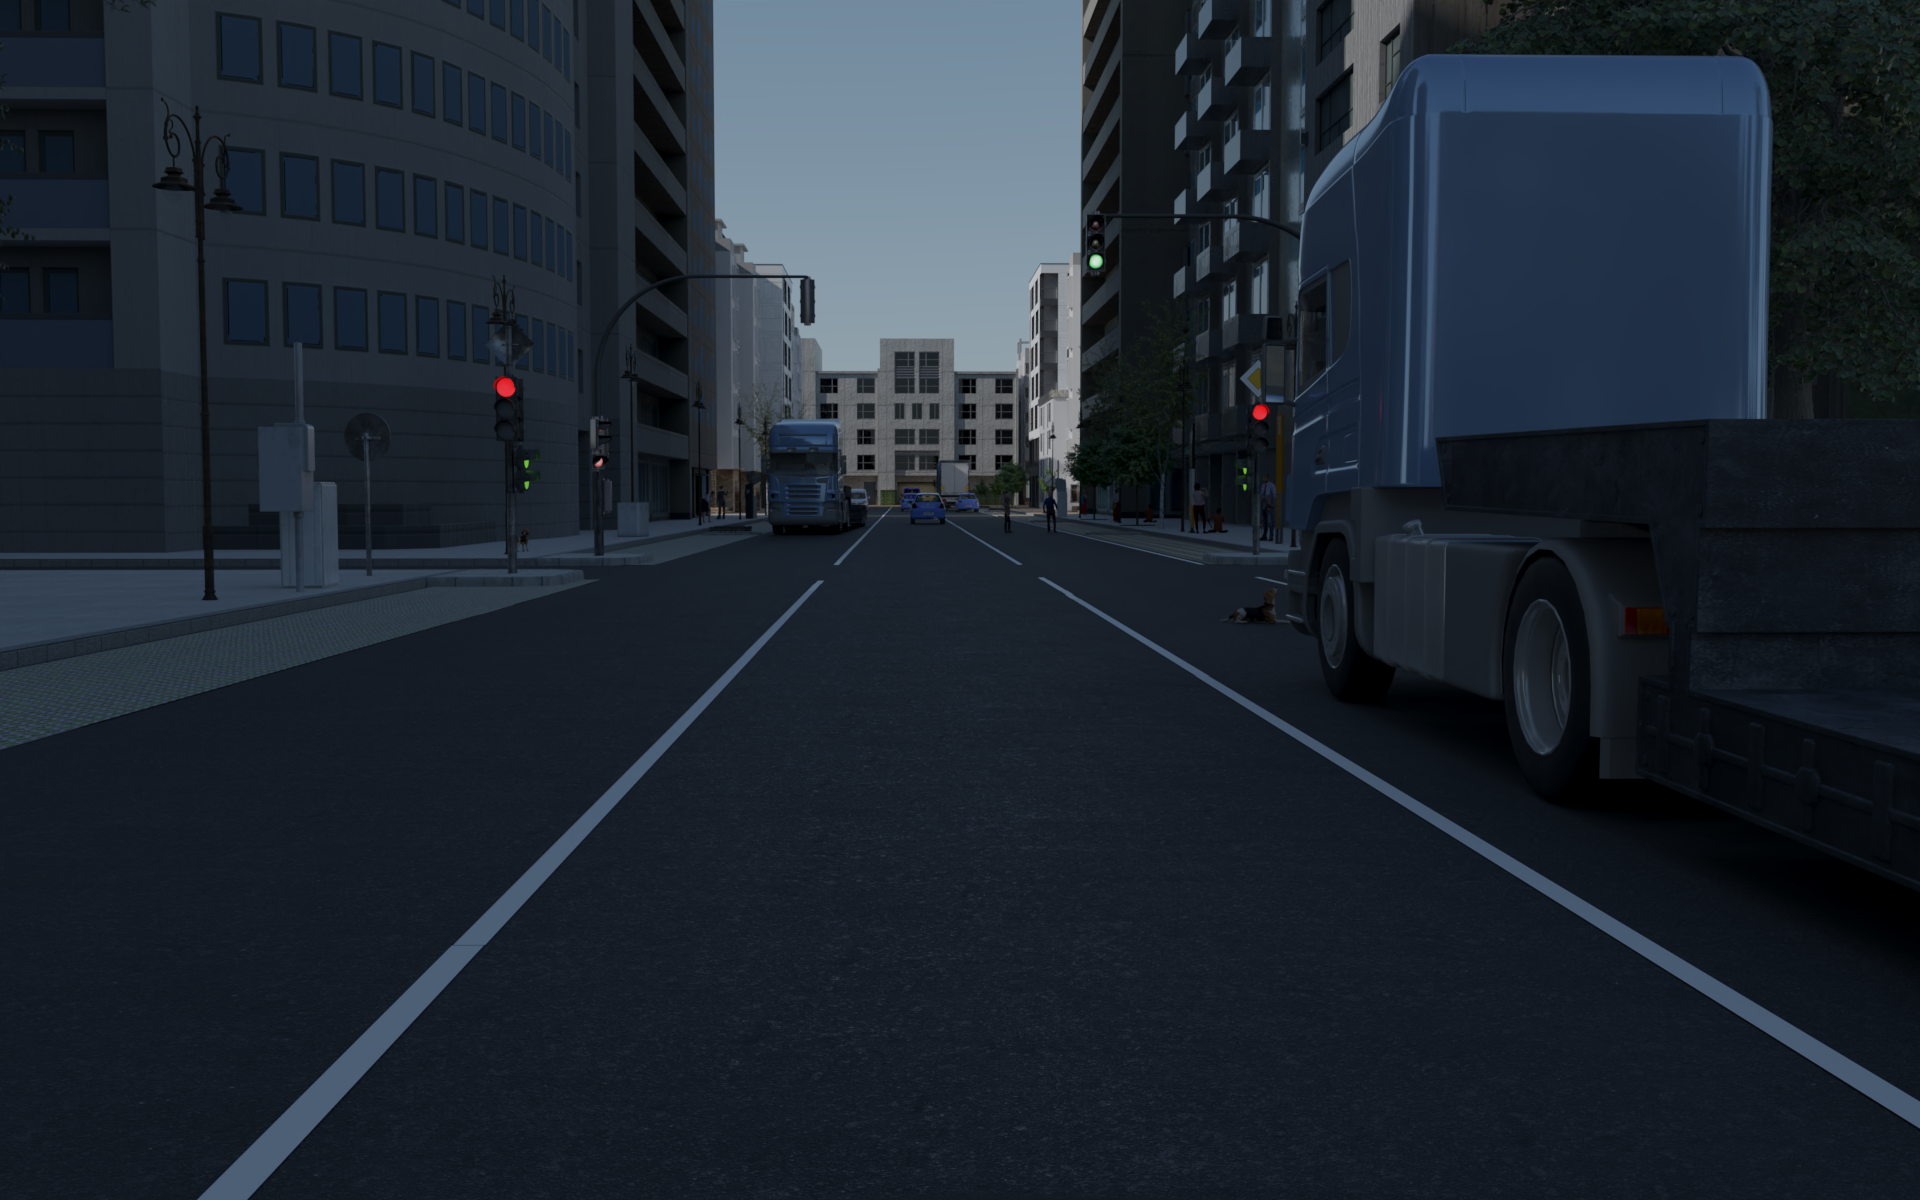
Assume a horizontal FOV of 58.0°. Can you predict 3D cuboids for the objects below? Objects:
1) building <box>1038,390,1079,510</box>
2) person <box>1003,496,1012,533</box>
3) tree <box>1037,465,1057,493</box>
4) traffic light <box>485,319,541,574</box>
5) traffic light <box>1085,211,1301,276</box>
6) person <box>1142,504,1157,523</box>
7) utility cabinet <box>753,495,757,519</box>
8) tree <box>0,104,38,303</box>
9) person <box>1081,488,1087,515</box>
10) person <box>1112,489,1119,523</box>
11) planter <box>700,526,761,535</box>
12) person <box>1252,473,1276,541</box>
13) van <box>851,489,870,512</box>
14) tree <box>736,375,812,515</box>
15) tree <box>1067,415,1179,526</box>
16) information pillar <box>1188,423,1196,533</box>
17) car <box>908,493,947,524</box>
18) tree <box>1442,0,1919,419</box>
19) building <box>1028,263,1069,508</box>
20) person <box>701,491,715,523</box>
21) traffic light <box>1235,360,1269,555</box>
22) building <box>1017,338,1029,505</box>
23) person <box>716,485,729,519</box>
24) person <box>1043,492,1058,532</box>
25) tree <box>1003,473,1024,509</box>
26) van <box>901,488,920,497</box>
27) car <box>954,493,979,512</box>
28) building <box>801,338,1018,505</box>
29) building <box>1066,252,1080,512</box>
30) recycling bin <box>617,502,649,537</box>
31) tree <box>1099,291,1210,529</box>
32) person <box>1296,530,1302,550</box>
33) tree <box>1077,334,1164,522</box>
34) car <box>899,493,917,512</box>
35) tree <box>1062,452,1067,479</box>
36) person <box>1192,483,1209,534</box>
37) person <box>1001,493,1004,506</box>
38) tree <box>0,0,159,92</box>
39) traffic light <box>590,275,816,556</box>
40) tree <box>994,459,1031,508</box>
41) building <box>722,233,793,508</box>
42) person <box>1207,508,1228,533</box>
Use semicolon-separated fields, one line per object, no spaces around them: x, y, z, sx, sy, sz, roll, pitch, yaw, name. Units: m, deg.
11.893;-12.091;139.828;9.099;9.664;28.070;0;4;-2;building
1.802;-3.188;64.535;0.340;1.345;0.435;1;4;9;person
5.861;-7.374;115.172;1.663;3.219;1.824;0;3;0;tree
-7.223;-2.385;27.912;0.839;4.253;0.868;0;4;-2;traffic light
4.382;-3.272;28.159;4.771;5.953;1.251;0;4;-2;traffic light
8.504;-3.910;78.257;0.859;0.850;0.655;-1;4;-11;person
-10.857;-4.889;91.089;0.306;1.237;1.020;-1;4;-11;utility cabinet
-13.686;-4.318;20.959;4.360;8.622;3.978;0;3;0;tree
7.426;-5.867;103.675;0.444;1.614;0.593;1;4;17;person
7.060;-4.267;78.282;0.387;1.526;0.523;0;4;-2;person
-7.992;-2.418;60.668;1.991;0.319;1.994;0;4;-2;planter
8.238;-2.514;47.011;0.599;1.838;0.709;-2;4;-30;person
-8.105;-7.943;136.880;2.013;2.044;4.112;0;4;-2;van
-11.754;-9.612;107.515;4.360;8.622;3.978;0;3;0;tree
7.171;-5.295;70.290;4.285;4.588;4.351;0;3;0;tree
7.660;-4.025;57.169;0.183;3.616;0.504;0;4;-3;information pillar
-1.575;-4.559;84.132;1.945;1.707;3.694;0;4;-2;car
9.850;-6.946;20.229;9.857;13.997;8.962;0;3;0;tree
20.515;-19.944;170.055;27.936;21.610;32.646;0;4;-2;building
-11.216;-4.160;77.246;0.799;1.438;0.628;0;4;6;person
6.213;-2.901;36.348;0.839;4.253;0.868;0;4;-2;traffic light
12.655;-21.339;205.318;11.380;20.091;16.016;0;4;-2;building
-12.057;-4.953;87.833;0.445;1.727;0.742;2;4;25;person
3.480;-3.297;65.102;0.574;1.496;0.600;3;4;38;person
4.804;-9.735;153.761;1.663;3.219;1.824;0;3;0;tree
-5.055;-10.835;181.534;2.240;2.365;5.245;0;4;-2;van
0.550;-7.755;136.390;1.945;1.707;3.694;0;4;-4;car
-9.353;-20.714;205.133;31.486;18.905;16.747;0;4;-2;building
15.574;-16.117;119.928;16.016;20.091;11.380;0;4;-2;building
-9.816;-2.413;52.011;0.722;1.027;0.722;1;4;16;recycling bin
7.320;-6.906;63.284;4.737;8.622;4.395;0;3;0;tree
7.745;-1.787;39.163;0.340;1.345;0.435;1;4;9;person
7.197;-7.893;79.408;4.360;8.622;3.978;0;3;0;tree
-3.966;-8.035;140.960;1.945;1.707;3.694;0;4;-2;car
6.796;-6.284;86.463;4.285;4.588;4.351;0;3;0;tree
7.797;-2.982;56.257;0.566;1.644;0.517;-1;4;-22;person
4.587;-10.922;187.841;0.599;1.433;0.991;1;4;18;person
-10.000;-6.239;12.382;12.009;13.543;11.850;0;3;0;tree
-5.393;-3.751;35.995;4.771;5.953;1.251;0;4;-2;traffic light
4.729;-10.698;158.620;4.285;4.588;4.351;0;3;0;tree
-29.592;-18.796;151.290;27.936;21.610;32.646;0;4;-2;building
8.489;-2.623;57.222;0.859;0.850;0.655;0;4;6;person
